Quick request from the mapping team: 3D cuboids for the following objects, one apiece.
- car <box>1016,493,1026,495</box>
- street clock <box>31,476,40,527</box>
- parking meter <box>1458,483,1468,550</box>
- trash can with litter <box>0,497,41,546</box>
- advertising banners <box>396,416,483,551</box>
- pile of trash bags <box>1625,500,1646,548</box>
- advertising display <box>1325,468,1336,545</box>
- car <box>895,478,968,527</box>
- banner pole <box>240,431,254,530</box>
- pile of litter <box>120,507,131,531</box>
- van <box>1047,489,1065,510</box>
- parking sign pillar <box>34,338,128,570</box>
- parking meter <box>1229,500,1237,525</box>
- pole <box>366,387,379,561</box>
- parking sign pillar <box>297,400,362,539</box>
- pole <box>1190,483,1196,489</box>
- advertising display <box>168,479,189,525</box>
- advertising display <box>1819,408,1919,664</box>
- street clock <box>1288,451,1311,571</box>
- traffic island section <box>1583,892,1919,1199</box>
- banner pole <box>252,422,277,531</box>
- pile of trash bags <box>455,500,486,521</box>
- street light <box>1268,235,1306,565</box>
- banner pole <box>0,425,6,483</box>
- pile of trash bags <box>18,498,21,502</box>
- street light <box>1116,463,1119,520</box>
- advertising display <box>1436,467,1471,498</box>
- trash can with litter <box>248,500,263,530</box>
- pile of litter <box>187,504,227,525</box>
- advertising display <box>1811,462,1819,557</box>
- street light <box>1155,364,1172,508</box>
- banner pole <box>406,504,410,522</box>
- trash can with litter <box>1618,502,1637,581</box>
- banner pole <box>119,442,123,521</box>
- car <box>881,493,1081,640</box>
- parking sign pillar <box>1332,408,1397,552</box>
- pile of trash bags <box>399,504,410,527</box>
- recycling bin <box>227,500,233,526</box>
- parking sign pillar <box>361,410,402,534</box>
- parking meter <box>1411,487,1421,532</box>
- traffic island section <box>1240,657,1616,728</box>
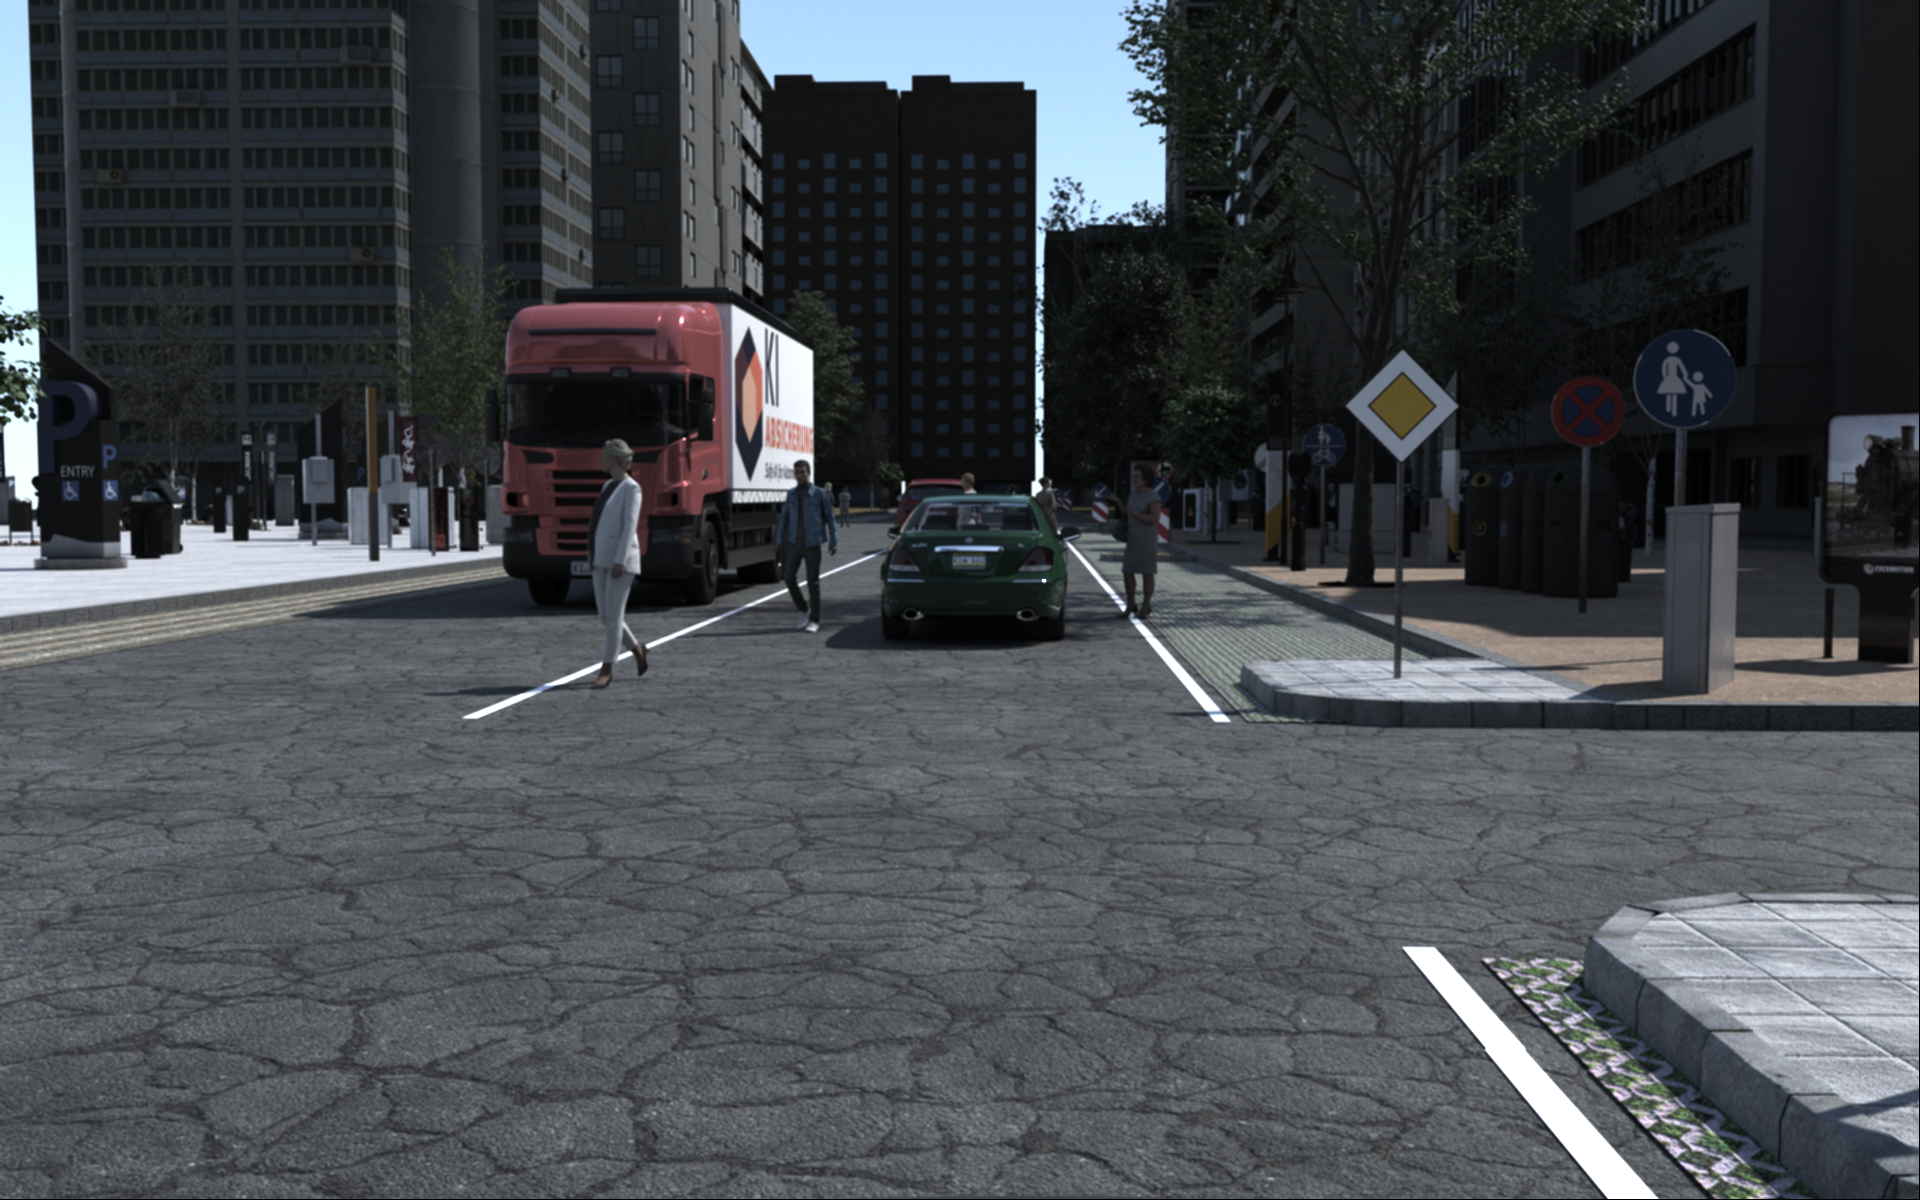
[{"bbox_3d":[3.837,-6.580,116.375,1.959,1.807,4.718,0,4,4],"label":"car"},{"bbox_3d":[-36.395,-3.908,68.462,0.471,2.002,0.358,-1,4,-18],"label":"street clock"},{"bbox_3d":[11.608,-1.918,39.768,0.372,1.533,0.369,0,3,0],"label":"parking meter"},{"bbox_3d":[-23.778,-1.962,43.143,2.233,1.210,1.678,-1,4,-10],"label":"trash can with litter"},{"bbox_3d":[-11.709,-2.614,38.926,2.074,3.025,0.090,1,4,13],"label":"advertising banners"},{"bbox_3d":[15.095,-1.988,42.261,1.912,1.369,3.447,-2,4,-24],"label":"pile of trash bags"},{"bbox_3d":[9.565,-2.330,43.317,0.974,1.923,0.123,-1,4,-20],"label":"advertising display"},{"bbox_3d":[-0.499,-2.125,43.421,2.281,1.827,5.304,0,4,2],"label":"car"},{"bbox_3d":[-24.959,-4.343,61.026,0.401,3.779,0.863,2,4,29],"label":"banner pole"},{"bbox_3d":[-29.001,-2.807,59.863,1.176,0.858,1.719,2,4,30],"label":"pile of litter"},{"bbox_3d":[7.953,-8.576,147.226,2.013,2.044,4.112,0,4,2],"label":"van"},{"bbox_3d":[-15.165,-2.526,29.771,1.447,3.967,1.447,1,4,15],"label":"parking sign pillar"},{"bbox_3d":[11.429,-4.093,72.625,0.399,1.863,0.255,-1,4,-12],"label":"parking meter"},{"bbox_3d":[-11.230,-2.401,33.107,0.158,3.312,0.155,0,3,0],"label":"pole"},{"bbox_3d":[-18.284,-3.745,49.706,1.447,3.967,1.447,0,4,4],"label":"parking sign pillar"},{"bbox_3d":[8.268,-4.134,61.433,0.158,3.312,0.155,0,3,0],"label":"pole"},{"bbox_3d":[-32.927,-4.144,72.973,0.974,1.923,0.123,1,4,22],"label":"advertising display"},{"bbox_3d":[7.079,-0.488,13.192,0.123,1.923,0.974,-3,5,-43],"label":"advertising display"},{"bbox_3d":[5.655,-1.488,28.895,0.358,2.002,0.471,2,4,34],"label":"street clock"},{"bbox_3d":[2.766,1.112,4.101,2.009,0.180,2.903,0,4,2],"label":"traffic island section"},{"bbox_3d":[-24.111,-4.306,60.420,0.863,3.779,0.401,2,4,28],"label":"banner pole"},{"bbox_3d":[-22.695,-4.450,82.511,1.912,1.369,3.447,-3,4,-37],"label":"pile of trash bags"},{"bbox_3d":[5.854,-3.569,31.141,0.468,5.910,1.993,0,4,2],"label":"street light"},{"bbox_3d":[-27.059,-3.576,48.492,0.401,3.779,0.863,1,4,18],"label":"banner pole"},{"bbox_3d":[-48.553,-4.753,87.462,1.912,1.369,3.447,0,4,-3],"label":"pile of trash bags"},{"bbox_3d":[7.820,-6.913,85.816,0.468,5.910,1.993,0,4,2],"label":"street light"},{"bbox_3d":[11.804,-2.218,41.475,0.974,1.923,0.123,-2,4,-26],"label":"advertising display"},{"bbox_3d":[-25.608,-3.129,62.546,1.055,1.170,0.624,2,4,28],"label":"trash can with litter"},{"bbox_3d":[-31.448,-3.573,72.387,1.719,0.858,1.176,1,4,19],"label":"pile of litter"},{"bbox_3d":[17.618,-1.852,35.502,0.123,1.923,0.974,3,4,36],"label":"advertising display"},{"bbox_3d":[6.872,-5.258,58.759,0.468,5.910,1.993,0,4,2],"label":"street light"},{"bbox_3d":[-25.707,-5.561,80.931,0.401,3.779,0.863,2,4,24],"label":"banner pole"},{"bbox_3d":[9.395,-0.863,25.494,0.624,1.170,1.055,-3,5,-39],"label":"trash can with litter"},{"bbox_3d":[-40.640,-5.722,83.579,0.401,3.779,0.863,1,4,11],"label":"banner pole"},{"bbox_3d":[0.228,-0.410,18.497,2.131,1.459,4.920,0,4,4],"label":"car"},{"bbox_3d":[9.126,-3.085,38.920,1.447,3.967,1.447,1,4,20],"label":"parking sign pillar"},{"bbox_3d":[-22.920,-3.574,68.180,1.912,1.369,3.447,-2,4,-31],"label":"pile of trash bags"},{"bbox_3d":[-29.226,-3.516,70.038,0.722,1.027,0.722,-2,4,-27],"label":"recycling bin"},{"bbox_3d":[-18.628,-4.092,55.377,1.447,3.967,1.447,2,4,31],"label":"parking sign pillar"},{"bbox_3d":[15.247,-3.037,58.072,0.372,1.533,0.369,0,3,0],"label":"parking meter"},{"bbox_3d":[3.068,0.624,12.080,2.009,0.180,2.903,0,4,2],"label":"traffic island section"}]
